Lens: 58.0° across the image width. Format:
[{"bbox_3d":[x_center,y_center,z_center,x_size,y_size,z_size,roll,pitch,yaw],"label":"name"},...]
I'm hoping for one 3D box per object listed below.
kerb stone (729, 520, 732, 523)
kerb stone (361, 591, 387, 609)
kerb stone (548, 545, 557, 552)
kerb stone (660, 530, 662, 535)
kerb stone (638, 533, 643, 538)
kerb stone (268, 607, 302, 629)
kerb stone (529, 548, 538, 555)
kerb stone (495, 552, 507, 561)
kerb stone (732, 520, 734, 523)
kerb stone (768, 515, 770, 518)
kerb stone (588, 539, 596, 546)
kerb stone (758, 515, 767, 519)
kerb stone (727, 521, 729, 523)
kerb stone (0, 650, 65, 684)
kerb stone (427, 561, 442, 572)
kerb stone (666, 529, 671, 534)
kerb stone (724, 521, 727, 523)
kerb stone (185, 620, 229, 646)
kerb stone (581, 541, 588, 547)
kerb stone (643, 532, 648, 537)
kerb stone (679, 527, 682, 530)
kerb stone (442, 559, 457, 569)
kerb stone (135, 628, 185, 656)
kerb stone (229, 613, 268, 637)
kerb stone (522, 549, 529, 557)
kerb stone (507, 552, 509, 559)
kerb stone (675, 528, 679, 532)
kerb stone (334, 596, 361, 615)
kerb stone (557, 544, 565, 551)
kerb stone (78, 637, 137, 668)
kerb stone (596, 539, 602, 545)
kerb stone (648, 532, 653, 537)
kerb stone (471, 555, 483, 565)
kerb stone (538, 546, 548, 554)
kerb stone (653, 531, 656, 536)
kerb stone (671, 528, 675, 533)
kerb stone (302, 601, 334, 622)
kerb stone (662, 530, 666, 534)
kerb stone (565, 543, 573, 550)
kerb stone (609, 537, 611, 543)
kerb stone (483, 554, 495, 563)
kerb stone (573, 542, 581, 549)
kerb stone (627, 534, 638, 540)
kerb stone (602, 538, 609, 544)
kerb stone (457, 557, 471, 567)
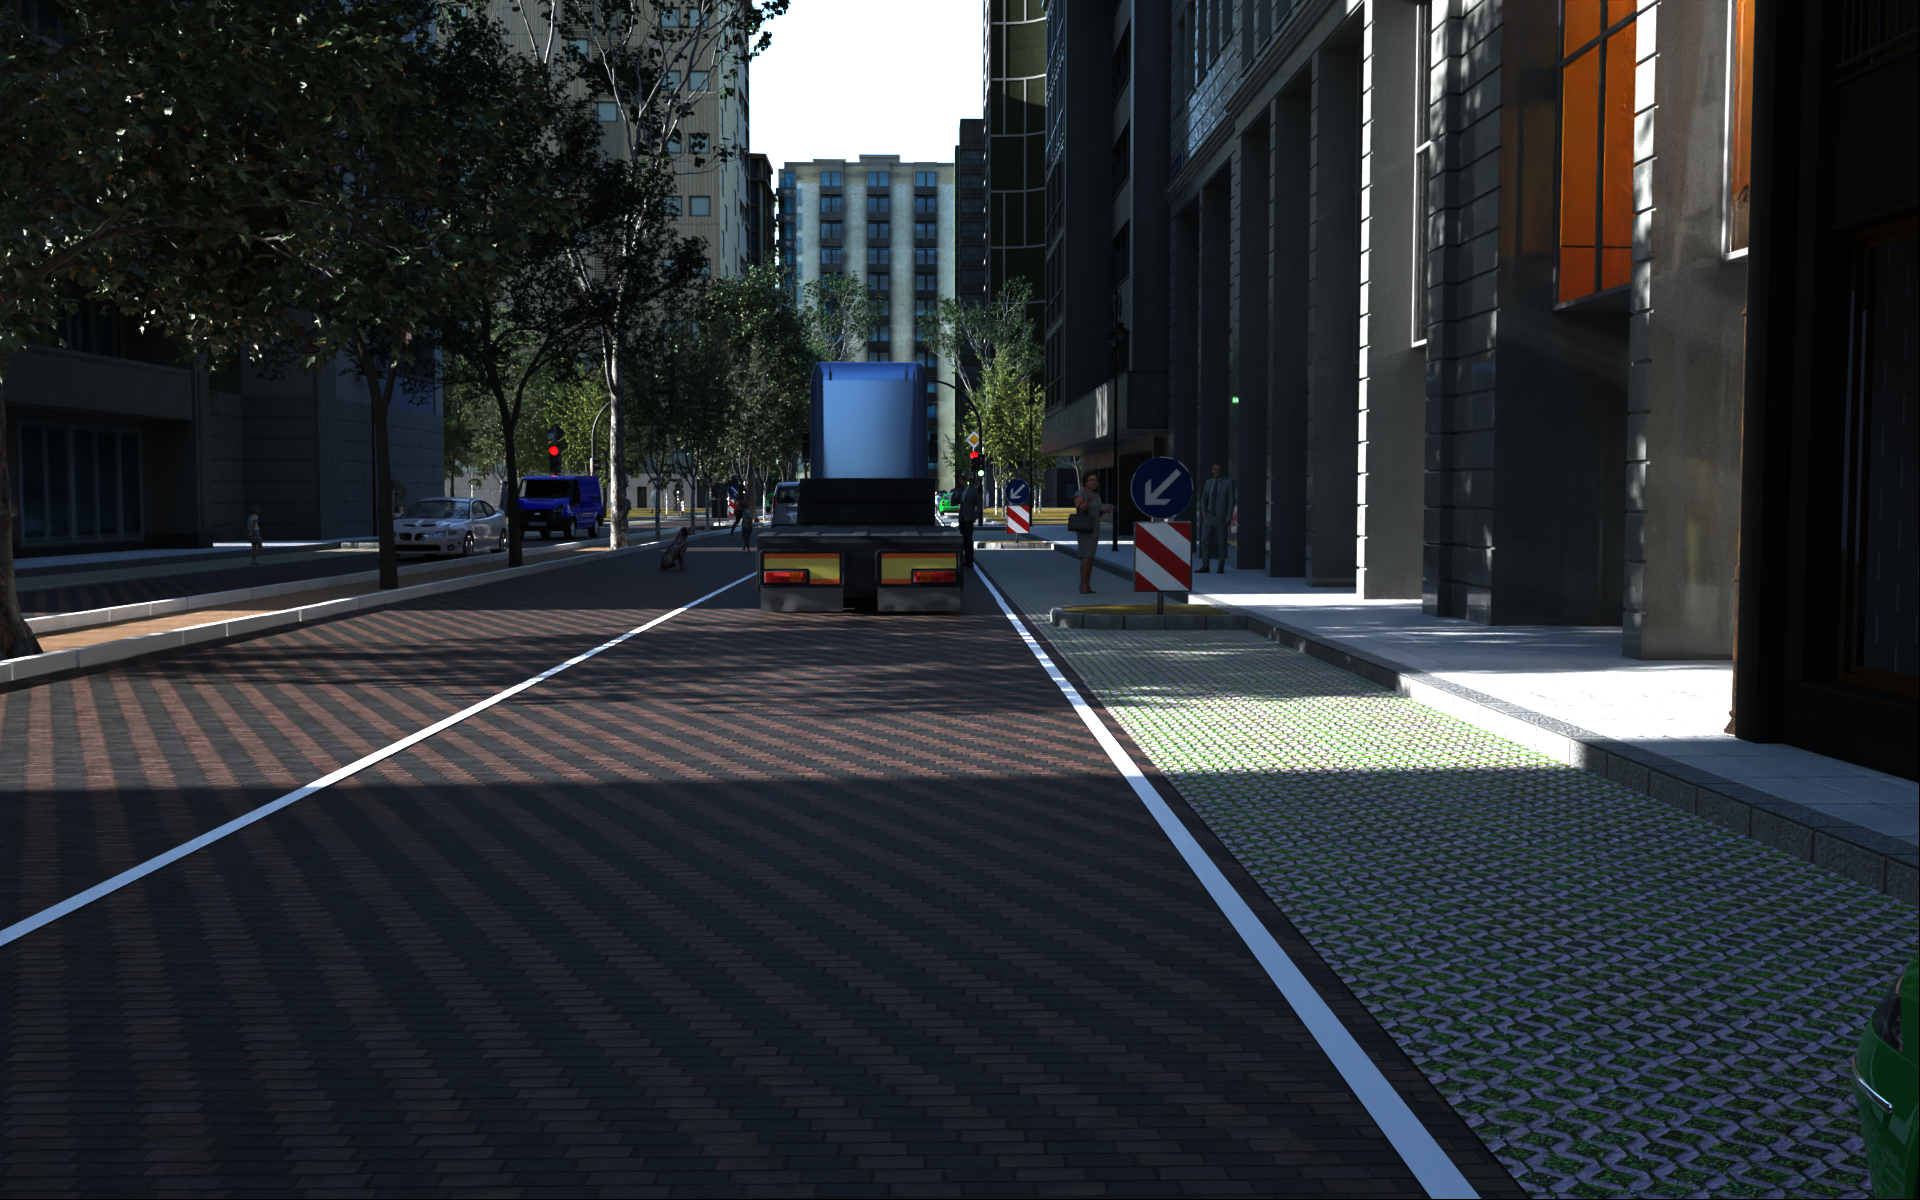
[{"bbox_3d":[-11.026,-3.649,81.862,0.120,0.150,1.000,0,4,-1],"label":"kerb stone"},{"bbox_3d":[-7.512,0.015,21.955,0.120,0.150,1.000,0,4,-1],"label":"kerb stone"},{"bbox_3d":[-10.091,-1.224,42.343,0.120,0.150,1.000,0,4,-1],"label":"kerb stone"},{"bbox_3d":[-10.492,-2.291,59.767,0.120,0.150,1.000,0,4,-1],"label":"kerb stone"},{"bbox_3d":[-10.401,-2.047,55.660,0.120,0.150,1.000,0,4,-1],"label":"kerb stone"},{"bbox_3d":[-7.438,0.212,18.868,0.120,0.150,1.000,0,4,-1],"label":"kerb stone"},{"bbox_3d":[-10.043,-1.107,40.298,0.120,0.150,1.000,0,4,-1],"label":"kerb stone"},{"bbox_3d":[-9.964,-0.919,37.219,0.120,0.150,1.000,0,4,-1],"label":"kerb stone"},{"bbox_3d":[-11.046,-3.712,82.887,0.120,0.150,1.000,0,4,-1],"label":"kerb stone"},{"bbox_3d":[-11.507,-4.903,102.356,0.120,0.150,1.000,0,4,-1],"label":"kerb stone"},{"bbox_3d":[-10.205,-1.545,47.463,0.120,0.150,1.000,0,4,-1],"label":"kerb stone"},{"bbox_3d":[-11.453,-4.777,100.304,0.120,0.150,1.000,0,4,-1],"label":"kerb stone"},{"bbox_3d":[-10.995,-3.582,80.836,0.120,0.150,1.000,0,4,-1],"label":"kerb stone"},{"bbox_3d":[-7.318,0.517,13.749,0.120,0.150,1.000,0,4,-1],"label":"kerb stone"},{"bbox_3d":[-9.849,-0.606,32.109,0.120,0.150,1.000,0,4,-1],"label":"kerb stone"},{"bbox_3d":[-10.546,-2.423,61.816,0.120,0.150,1.000,0,4,-1],"label":"kerb stone"},{"bbox_3d":[-10.967,-3.524,79.813,0.120,0.150,1.000,0,4,-1],"label":"kerb stone"},{"bbox_3d":[-7.383,0.329,16.816,0.120,0.150,1.000,0,4,-1],"label":"kerb stone"},{"bbox_3d":[-10.186,-1.481,46.433,0.120,0.150,1.000,0,4,-1],"label":"kerb stone"},{"bbox_3d":[-10.431,-2.106,56.691,0.120,0.150,1.000,0,4,-1],"label":"kerb stone"},{"bbox_3d":[-10.616,-2.610,64.882,0.120,0.150,1.000,0,4,-1],"label":"kerb stone"},{"bbox_3d":[-9.872,-0.669,33.131,0.120,0.150,1.000,0,4,-1],"label":"kerb stone"},{"bbox_3d":[-7.362,0.391,15.795,0.120,0.150,1.000,0,4,-1],"label":"kerb stone"},{"bbox_3d":[-7.405,0.266,17.846,0.120,0.150,1.000,0,4,-1],"label":"kerb stone"},{"bbox_3d":[-10.017,-1.044,39.277,0.120,0.150,1.000,0,4,-1],"label":"kerb stone"},{"bbox_3d":[-9.995,-0.982,38.245,0.120,0.150,1.000,0,4,-1],"label":"kerb stone"},{"bbox_3d":[-10.599,-2.548,63.860,0.120,0.150,1.000,0,4,-1],"label":"kerb stone"},{"bbox_3d":[-7.488,0.078,20.928,0.120,0.150,1.000,0,4,-1],"label":"kerb stone"},{"bbox_3d":[-10.111,-1.295,43.365,0.120,0.150,1.000,0,4,-1],"label":"kerb stone"},{"bbox_3d":[-7.326,0.455,14.771,0.120,0.150,1.000,0,4,-1],"label":"kerb stone"},{"bbox_3d":[-10.234,-1.608,48.490,0.120,0.150,1.000,0,4,-1],"label":"kerb stone"},{"bbox_3d":[-10.449,-2.172,57.712,0.120,0.150,1.000,0,4,-1],"label":"kerb stone"},{"bbox_3d":[-9.918,-0.794,35.174,0.120,0.150,1.000,0,4,-1],"label":"kerb stone"},{"bbox_3d":[-10.063,-1.168,41.320,0.120,0.150,1.000,0,4,-1],"label":"kerb stone"},{"bbox_3d":[-10.481,-2.233,58.737,0.120,0.150,1.000,0,4,-1],"label":"kerb stone"},{"bbox_3d":[-10.568,-2.482,62.838,0.120,0.150,1.000,0,4,-1],"label":"kerb stone"},{"bbox_3d":[-7.453,0.144,19.907,0.120,0.150,1.000,0,4,-1],"label":"kerb stone"},{"bbox_3d":[-10.529,-2.360,60.787,0.120,0.150,1.000,0,4,-1],"label":"kerb stone"},{"bbox_3d":[-10.138,-1.357,44.386,0.120,0.150,1.000,0,4,-1],"label":"kerb stone"},{"bbox_3d":[-10.277,-1.733,50.534,0.120,0.150,1.000,0,4,-1],"label":"kerb stone"},{"bbox_3d":[-9.949,-0.856,36.197,0.120,0.150,1.000,0,4,-1],"label":"kerb stone"},{"bbox_3d":[-10.163,-1.420,45.412,0.120,0.150,1.000,0,4,-1],"label":"kerb stone"},{"bbox_3d":[-10.378,-1.984,54.638,0.120,0.150,1.000,0,4,-1],"label":"kerb stone"},{"bbox_3d":[-10.257,-1.666,49.512,0.120,0.150,1.000,0,4,-1],"label":"kerb stone"},{"bbox_3d":[-9.892,-0.731,34.153,0.120,0.150,1.000,0,4,-1],"label":"kerb stone"}]
